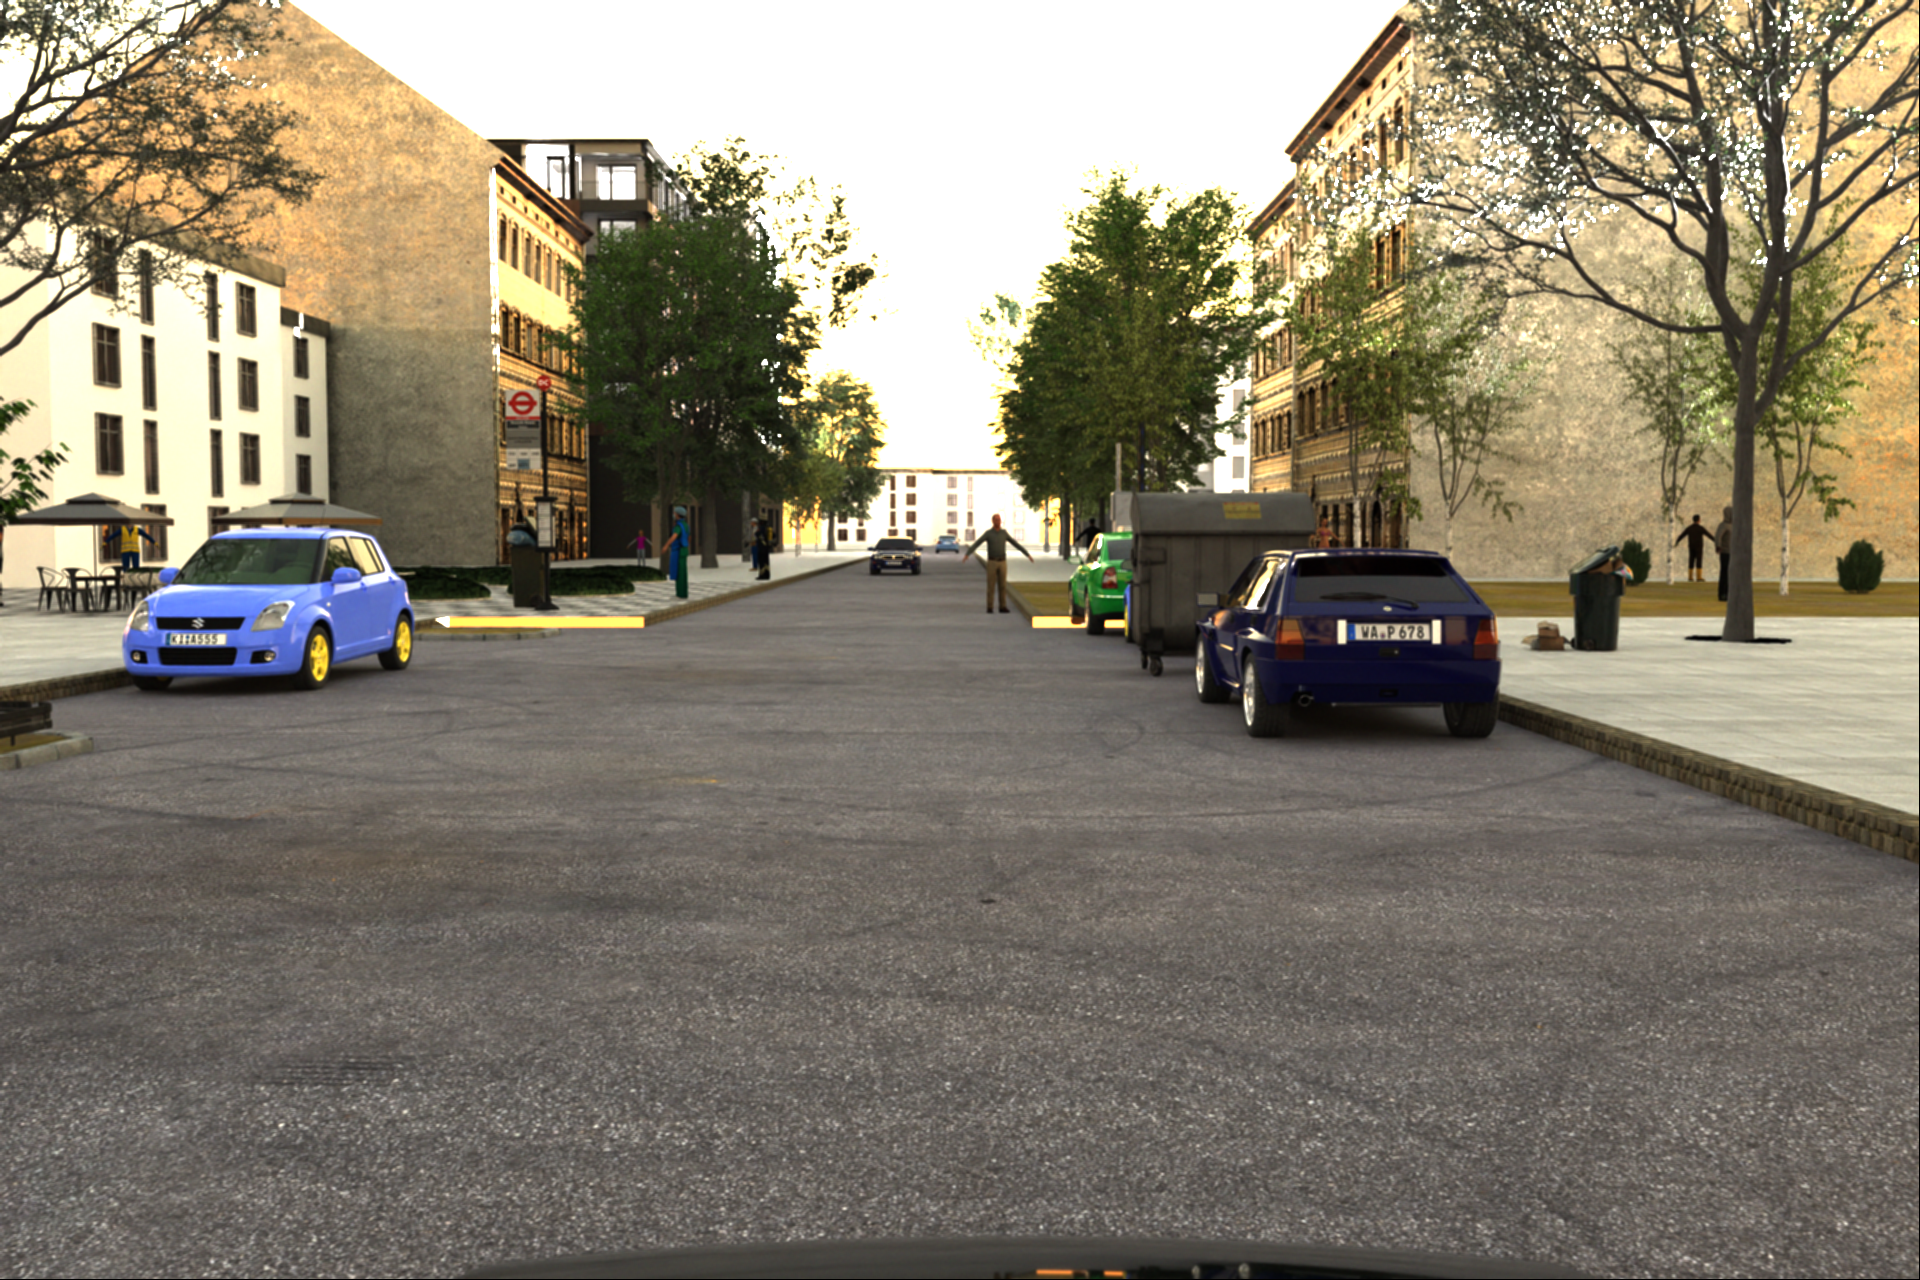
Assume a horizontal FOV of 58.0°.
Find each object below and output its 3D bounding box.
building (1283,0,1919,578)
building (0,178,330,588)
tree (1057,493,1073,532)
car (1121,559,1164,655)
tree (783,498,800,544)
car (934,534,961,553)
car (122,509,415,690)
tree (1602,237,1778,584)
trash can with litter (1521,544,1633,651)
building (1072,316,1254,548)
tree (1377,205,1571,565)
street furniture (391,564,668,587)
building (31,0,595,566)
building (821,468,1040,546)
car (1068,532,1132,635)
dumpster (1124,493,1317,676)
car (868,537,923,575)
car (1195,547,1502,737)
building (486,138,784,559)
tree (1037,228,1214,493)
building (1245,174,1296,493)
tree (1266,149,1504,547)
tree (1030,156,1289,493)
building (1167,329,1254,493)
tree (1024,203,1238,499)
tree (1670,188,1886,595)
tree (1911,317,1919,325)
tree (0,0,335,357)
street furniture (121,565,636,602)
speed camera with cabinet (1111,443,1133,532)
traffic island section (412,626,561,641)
[{"bbox_3d":[22.389,-13.961,59.195,19.493,23.208,18.063,0,4,0],"label":"building"},{"bbox_3d":[-25.809,-6.891,54.807,9.099,9.664,28.070,0,4,0],"label":"building"},{"bbox_3d":[14.375,-16.445,219.237,4.737,8.622,4.395,0,3,0],"label":"tree"},{"bbox_3d":[3.022,-0.743,21.743,1.945,1.707,3.694,0,4,0],"label":"car"},{"bbox_3d":[-21.666,-16.640,222.432,4.737,8.622,4.395,0,3,0],"label":"tree"},{"bbox_3d":[-0.953,-7.200,129.720,2.014,1.417,4.499,0,4,0],"label":"car"},{"bbox_3d":[-6.710,-0.455,17.024,1.945,1.707,3.694,0,4,0],"label":"car"},{"bbox_3d":[17.883,-5.725,43.960,4.360,8.622,3.978,0,3,0],"label":"tree"},{"bbox_3d":[6.784,-0.469,19.050,1.055,1.170,0.624,0,4,0],"label":"trash can with litter"},{"bbox_3d":[25.399,-20.479,178.811,27.936,21.610,32.646,0,4,0],"label":"building"},{"bbox_3d":[11.094,-5.445,39.390,4.360,8.622,3.978,0,3,0],"label":"tree"},{"bbox_3d":[-12.416,-1.746,44.168,10.072,0.657,5.734,-1,4,-15],"label":"street furniture"},{"bbox_3d":[-27.911,-15.100,77.810,19.493,23.208,18.063,0,4,-1],"label":"building"},{"bbox_3d":[-3.711,-16.894,220.821,28.070,9.664,9.099,0,4,-4],"label":"building"},{"bbox_3d":[2.651,-1.052,26.003,1.959,1.807,4.718,0,4,-1],"label":"car"},{"bbox_3d":[2.672,-0.591,17.885,1.865,1.857,1.264,0,4,0],"label":"dumpster"},{"bbox_3d":[-2.293,-3.013,61.845,1.945,1.354,3.894,0,4,0],"label":"car"},{"bbox_3d":[2.890,-0.059,13.545,1.945,1.354,3.894,0,3,0],"label":"car"},{"bbox_3d":[-26.522,-16.035,106.149,27.936,21.610,32.646,0,4,0],"label":"building"},{"bbox_3d":[4.160,-5.541,40.950,4.737,8.622,4.395,0,3,0],"label":"tree"},{"bbox_3d":[23.794,-15.071,77.345,19.493,23.208,18.063,0,3,0],"label":"building"},{"bbox_3d":[7.929,-5.082,33.453,4.737,8.622,4.395,0,3,0],"label":"tree"},{"bbox_3d":[5.591,-7.499,48.365,9.928,11.665,9.643,0,3,0],"label":"tree"},{"bbox_3d":[24.358,-18.520,159.225,16.016,20.090,11.380,0,4,0],"label":"building"},{"bbox_3d":[5.863,-8.635,59.315,7.486,12.596,7.792,0,3,0],"label":"tree"},{"bbox_3d":[17.177,-5.242,36.063,4.737,8.622,4.395,0,3,0],"label":"tree"},{"bbox_3d":[27.097,-7.586,42.152,7.486,12.596,7.792,0,3,0],"label":"tree"},{"bbox_3d":[-12.458,-6.759,20.887,12.009,13.543,11.850,0,3,0],"label":"tree"},{"bbox_3d":[-12.128,-1.242,35.927,10.072,0.657,5.734,1,4,15],"label":"street furniture"},{"bbox_3d":[3.649,-2.613,37.055,0.660,3.252,2.038,0,4,-1],"label":"speed camera with cabinet"},{"bbox_3d":[-6.702,-0.085,24.262,1.991,0.108,1.994,0,4,1],"label":"traffic island section"}]
